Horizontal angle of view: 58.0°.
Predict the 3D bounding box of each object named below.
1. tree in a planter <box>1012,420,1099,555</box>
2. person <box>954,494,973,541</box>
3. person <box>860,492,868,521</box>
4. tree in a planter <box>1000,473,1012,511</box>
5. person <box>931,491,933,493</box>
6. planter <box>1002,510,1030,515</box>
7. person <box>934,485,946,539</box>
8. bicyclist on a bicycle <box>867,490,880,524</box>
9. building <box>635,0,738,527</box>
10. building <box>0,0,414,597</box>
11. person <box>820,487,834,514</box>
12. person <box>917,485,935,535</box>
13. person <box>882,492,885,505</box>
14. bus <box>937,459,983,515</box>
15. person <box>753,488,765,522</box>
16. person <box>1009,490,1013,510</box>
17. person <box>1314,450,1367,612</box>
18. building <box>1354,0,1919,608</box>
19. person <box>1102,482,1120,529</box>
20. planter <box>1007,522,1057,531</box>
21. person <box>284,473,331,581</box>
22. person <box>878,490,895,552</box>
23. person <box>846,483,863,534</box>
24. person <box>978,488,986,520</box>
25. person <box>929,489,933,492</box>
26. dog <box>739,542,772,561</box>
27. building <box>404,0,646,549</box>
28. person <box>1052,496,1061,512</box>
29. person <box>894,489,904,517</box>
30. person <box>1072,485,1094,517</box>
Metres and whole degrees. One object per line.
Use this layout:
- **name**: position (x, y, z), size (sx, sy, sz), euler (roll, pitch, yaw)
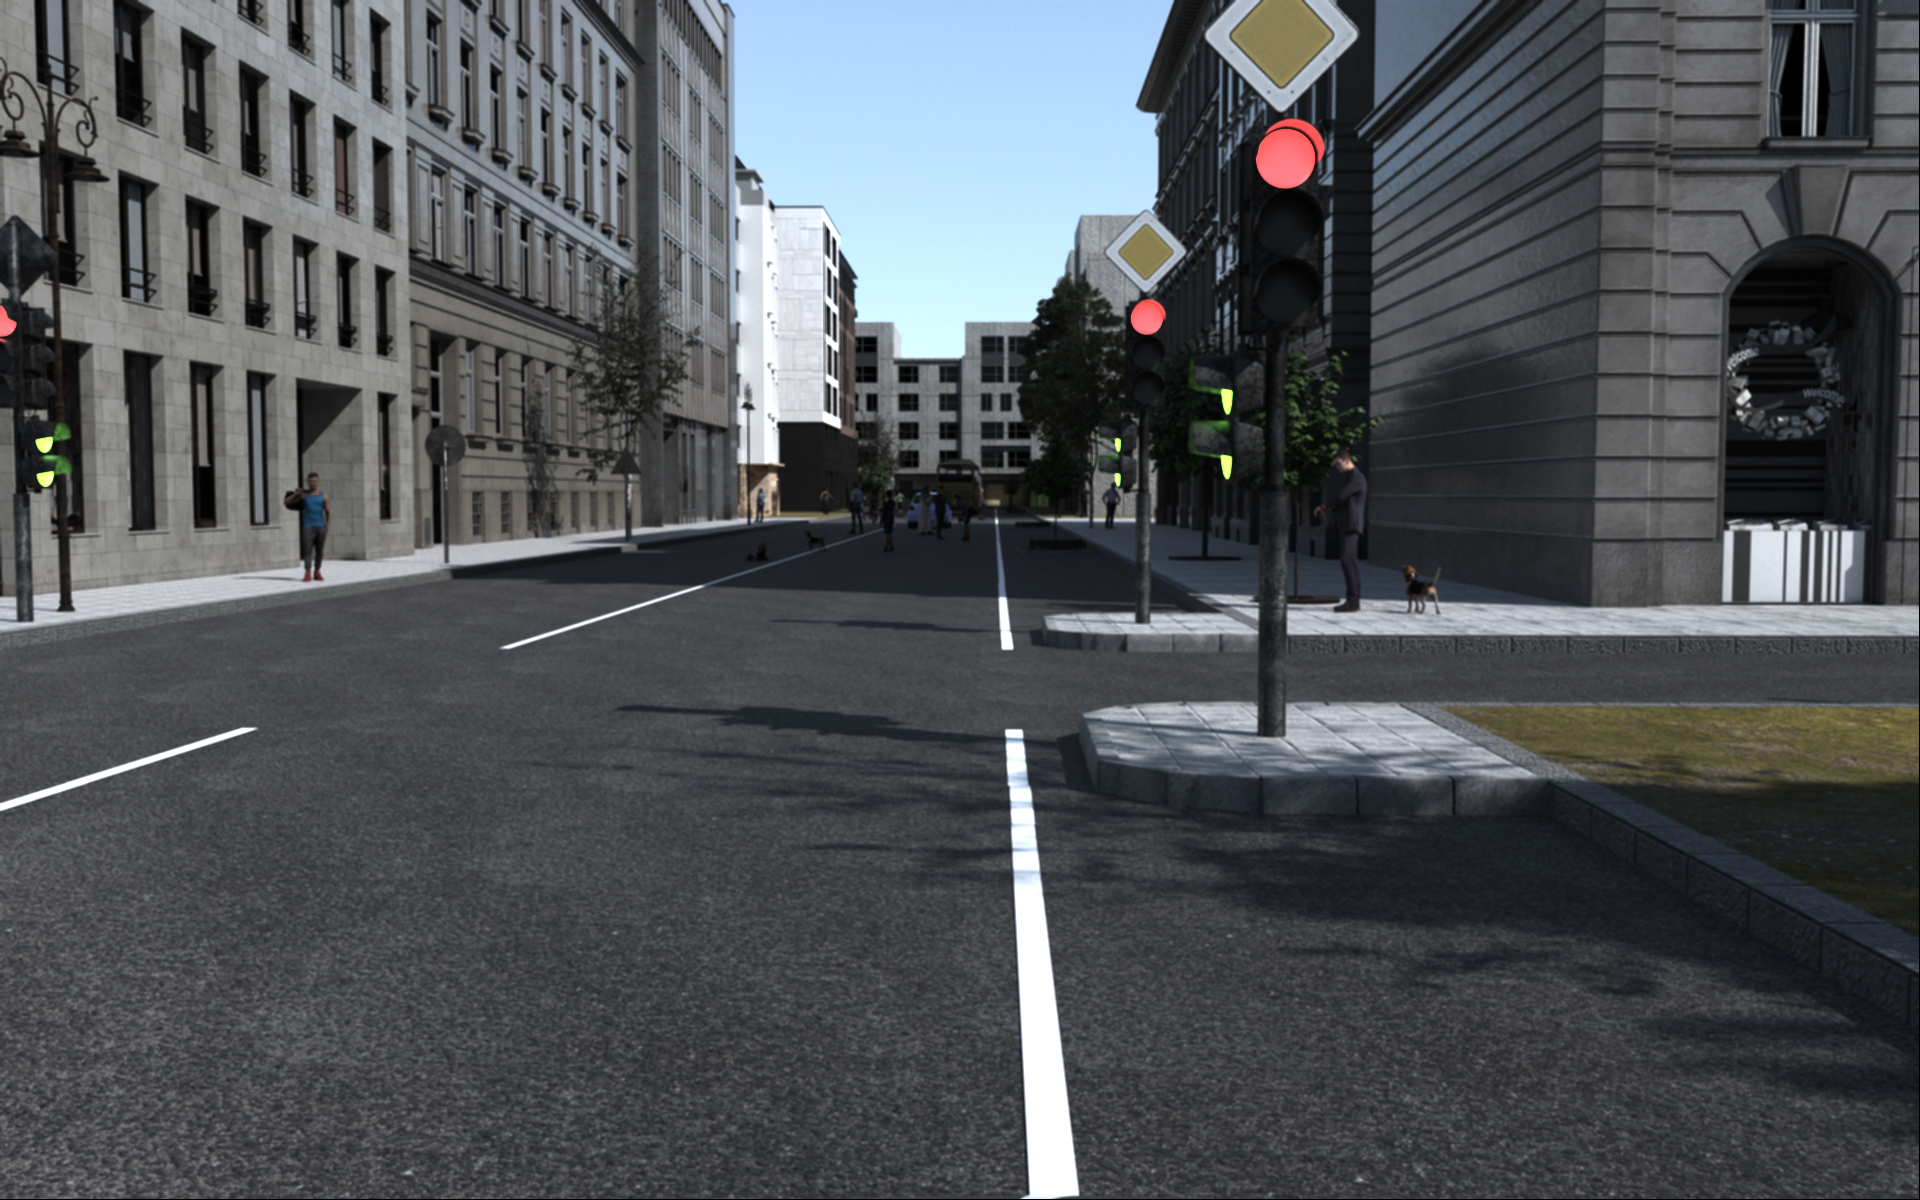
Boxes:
- **tree in a planter**: position (2.328, -2.736, 41.956), size (1.991, 3.239, 1.994), euler (0, 4, 1)
- **person**: position (0.103, -2.548, 53.389), size (0.697, 1.427, 0.421), euler (-3, 5, -40)
- **person**: position (-5.168, -4.955, 91.382), size (0.647, 1.594, 0.662), euler (3, 4, 38)
- **tree in a planter**: position (4.404, -9.161, 147.003), size (1.991, 3.239, 1.994), euler (0, 4, 1)
- **person**: position (-2.440, -8.433, 146.009), size (0.705, 1.869, 1.348), euler (2, 4, 33)
- **planter**: position (3.864, -6.030, 119.723), size (1.991, 0.319, 1.994), euler (0, 4, 1)
- **person**: position (-0.627, -2.805, 55.285), size (0.530, 1.710, 0.541), euler (3, 5, 43)
- **bicyclist on a bicycle**: position (-4.142, -4.460, 82.937), size (1.499, 1.676, 1.625), euler (0, 4, -1)
- **building**: position (-17.337, -15.800, 76.358), size (12.078, 24.808, 19.932), euler (0, 4, 1)
- **building**: position (-16.821, -10.566, 27.513), size (10.420, 20.320, 16.860), euler (0, 4, 1)
- **person**: position (-8.373, -6.242, 108.817), size (0.721, 1.735, 1.217), euler (3, 4, 36)
- **person**: position (-1.193, -3.160, 60.835), size (0.621, 1.740, 0.551), euler (0, 4, 7)
- **person**: position (-7.552, -9.970, 172.972), size (0.415, 1.643, 0.593), euler (-3, 5, -41)
- **bus**: position (-0.035, -7.949, 121.513), size (2.896, 3.916, 12.252), euler (0, 4, 3)
- **person**: position (-9.062, -4.290, 78.398), size (0.499, 1.552, 0.429), euler (-2, 4, -31)
- **person**: position (4.238, -8.133, 142.153), size (0.721, 1.739, 1.217), euler (0, 4, 4)
- **person**: position (4.175, -0.767, 19.034), size (0.568, 1.767, 0.683), euler (0, 4, 2)
- **building**: position (18.779, -11.176, 24.534), size (24.055, 21.916, 13.314), euler (0, 4, 1)
- **person**: position (5.645, -3.497, 64.154), size (0.756, 1.711, 0.436), euler (-1, 4, -17)
- **planter**: position (2.860, -2.929, 69.021), size (1.991, 0.319, 1.994), euler (0, 4, 1)
- **person**: position (-9.640, -1.084, 25.637), size (0.647, 1.594, 0.662), euler (-2, 4, -32)
- **person**: position (-1.869, -1.959, 42.894), size (0.546, 1.535, 0.453), euler (1, 4, 19)
- **person**: position (-3.795, -3.276, 61.935), size (0.599, 1.838, 0.709), euler (3, 5, 43)
- **person**: position (1.234, -5.290, 95.550), size (0.434, 1.755, 0.990), euler (1, 4, 19)
- **person**: position (-1.903, -5.887, 105.275), size (0.721, 1.766, 1.217), euler (0, 4, 2)
- **dog**: position (-4.391, -1.034, 37.096), size (0.748, 0.427, 0.550), euler (0, 4, -8)
- **building**: position (-19.616, -13.310, 50.908), size (16.112, 22.955, 30.059), euler (0, 4, 1)
- **person**: position (6.908, -7.064, 121.169), size (0.705, 1.869, 1.348), euler (3, 5, 44)
- **person**: position (-3.838, -6.098, 108.983), size (0.721, 1.735, 1.217), euler (2, 4, 32)
- **person**: position (6.800, -5.443, 95.057), size (1.348, 1.821, 0.705), euler (-2, 4, -26)
